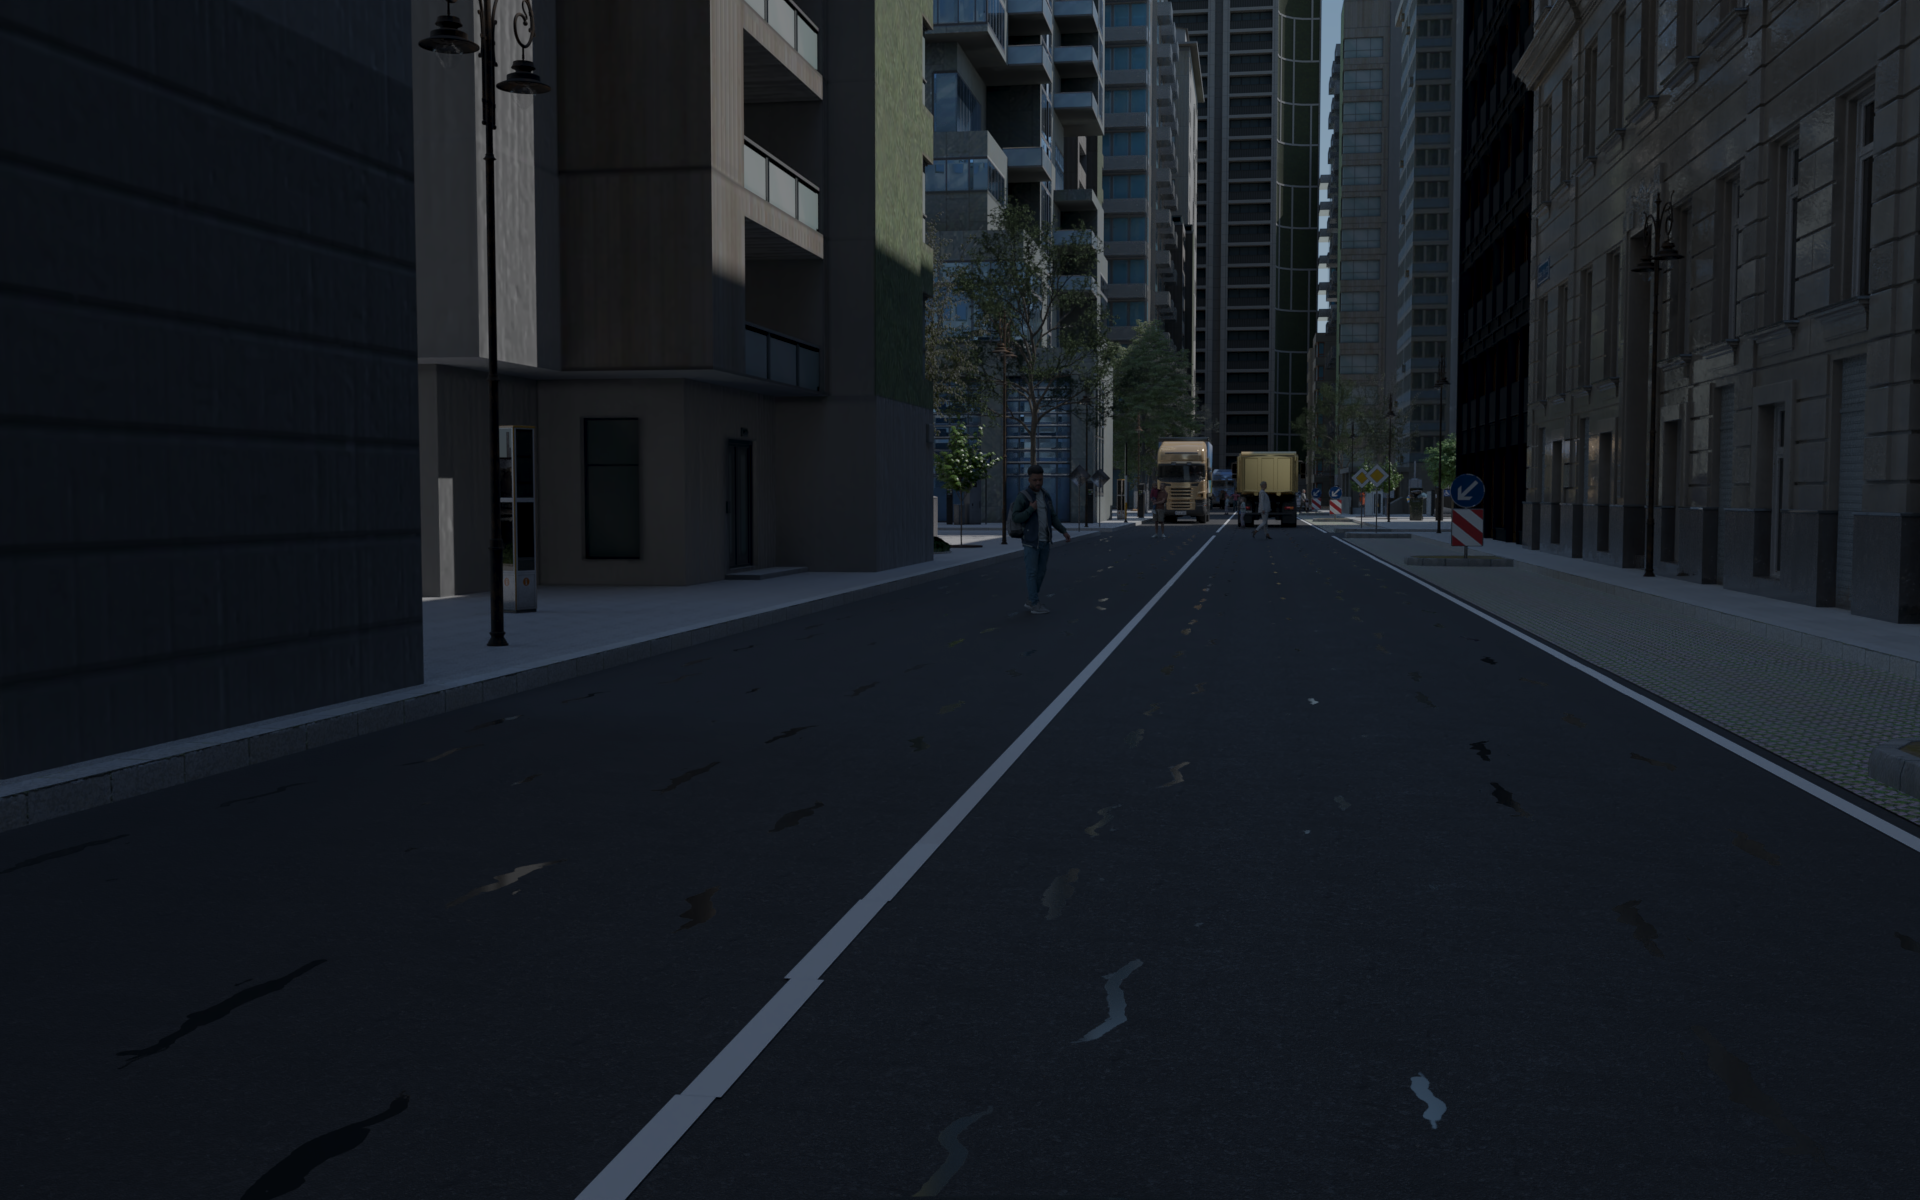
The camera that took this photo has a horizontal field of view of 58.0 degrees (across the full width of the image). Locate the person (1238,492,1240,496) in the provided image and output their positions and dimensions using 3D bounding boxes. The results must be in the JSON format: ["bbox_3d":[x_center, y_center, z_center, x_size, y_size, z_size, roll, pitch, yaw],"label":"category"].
[{"bbox_3d":[24.088,-8.531,148.702,0.721,1.735,1.217,1,4,9],"label":"person"}]

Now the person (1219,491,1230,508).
[{"bbox_3d":[24.817,-9.364,162.322,1.217,1.743,0.721,3,4,37],"label":"person"}]

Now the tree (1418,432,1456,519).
[{"bbox_3d":[25.762,-6.553,90.848,4.285,4.588,4.351,0,3,0],"label":"tree"}]

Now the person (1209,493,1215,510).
[{"bbox_3d":[22.811,-9.131,157.802,1.348,1.822,0.705,-3,5,-40],"label":"person"}]

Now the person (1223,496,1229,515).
[{"bbox_3d":[18.407,-6.540,119.705,0.394,1.301,0.425,0,4,6],"label":"person"}]

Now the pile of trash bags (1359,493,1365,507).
[{"bbox_3d":[30.644,-7.690,135.486,3.447,1.369,1.912,-3,5,-42],"label":"pile of trash bags"}]

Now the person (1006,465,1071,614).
[{"bbox_3d":[0.908,-0.732,20.822,0.721,1.781,0.623,3,5,39],"label":"person"}]

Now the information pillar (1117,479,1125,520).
[{"bbox_3d":[8.089,-5.044,86.968,0.304,2.012,0.304,3,5,41],"label":"information pillar"}]

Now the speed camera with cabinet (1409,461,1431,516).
[{"bbox_3d":[27.798,-6.652,103.102,2.038,3.252,0.660,2,4,26],"label":"speed camera with cabinet"}]

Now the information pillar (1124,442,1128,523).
[{"bbox_3d":[7.487,-5.307,78.125,0.183,3.616,0.504,0,4,3],"label":"information pillar"}]

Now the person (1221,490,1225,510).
[{"bbox_3d":[24.345,-9.280,160.366,0.705,1.807,1.348,0,4,1],"label":"person"}]

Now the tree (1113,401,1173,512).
[{"bbox_3d":[12.932,-10.473,121.598,4.360,8.622,3.978,0,3,0],"label":"tree"}]

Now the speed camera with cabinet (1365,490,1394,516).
[{"bbox_3d":[24.829,-6.611,102.426,2.038,3.252,0.660,-3,4,-38],"label":"speed camera with cabinet"}]

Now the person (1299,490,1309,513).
[{"bbox_3d":[26.123,-7.495,131.448,0.834,1.777,0.661,2,4,27],"label":"person"}]

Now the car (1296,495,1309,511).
[{"bbox_3d":[29.557,-8.525,151.750,2.083,1.381,4.827,0,4,8],"label":"car"}]

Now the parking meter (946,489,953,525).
[{"bbox_3d":[-0.431,-4.088,72.543,0.255,1.863,0.399,0,4,3],"label":"parking meter"}]

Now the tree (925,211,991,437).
[{"bbox_3d":[-1.234,-5.846,45.951,4.360,8.622,3.978,0,3,0],"label":"tree"}]

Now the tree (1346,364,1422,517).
[{"bbox_3d":[24.022,-9.071,98.681,4.360,8.622,3.978,0,3,0],"label":"tree"}]

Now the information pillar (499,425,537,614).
[{"bbox_3d":[-4.797,-0.871,18.728,0.304,2.012,0.304,2,4,35],"label":"information pillar"}]

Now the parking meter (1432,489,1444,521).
[{"bbox_3d":[22.985,-4.563,83.018,0.372,1.533,0.369,0,3,0],"label":"parking meter"}]

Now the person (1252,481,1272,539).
[{"bbox_3d":[9.579,-2.848,54.940,0.818,1.842,0.514,-1,4,-17],"label":"person"}]

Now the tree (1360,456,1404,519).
[{"bbox_3d":[21.626,-5.723,88.176,1.663,3.219,1.824,0,3,0],"label":"tree"}]

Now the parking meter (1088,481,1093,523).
[{"bbox_3d":[5.689,-4.280,75.684,0.255,1.863,0.399,0,4,1],"label":"parking meter"}]

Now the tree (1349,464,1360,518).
[{"bbox_3d":[22.244,-6.118,94.636,1.663,3.219,1.824,0,3,0],"label":"tree"}]

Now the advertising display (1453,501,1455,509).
[{"bbox_3d":[22.257,-4.352,76.368,0.974,1.923,0.123,2,4,33],"label":"advertising display"}]

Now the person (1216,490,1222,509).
[{"bbox_3d":[25.268,-9.727,167.544,0.705,1.823,1.348,-3,5,-42],"label":"person"}]

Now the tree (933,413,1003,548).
[{"bbox_3d":[-0.068,-2.881,41.701,1.663,3.219,1.824,0,3,0],"label":"tree"}]

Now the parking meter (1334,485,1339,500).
[{"bbox_3d":[25.112,-6.712,115.451,0.255,1.863,0.399,0,4,5],"label":"parking meter"}]

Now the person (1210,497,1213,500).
[{"bbox_3d":[21.265,-8.499,148.240,0.721,1.735,1.217,3,5,44],"label":"person"}]

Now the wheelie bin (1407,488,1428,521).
[{"bbox_3d":[22.023,-4.621,83.456,0.980,1.594,0.693,1,4,17],"label":"wheelie bin"}]

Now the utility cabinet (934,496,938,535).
[{"bbox_3d":[-1.161,-2.342,49.450,1.020,1.237,0.306,-1,4,-21],"label":"utility cabinet"}]

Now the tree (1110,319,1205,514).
[{"bbox_3d":[11.971,-11.873,112.244,7.486,12.596,7.792,0,3,0],"label":"tree"}]

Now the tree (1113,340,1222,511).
[{"bbox_3d":[15.082,-13.719,134.672,12.009,13.543,11.850,0,3,0],"label":"tree"}]

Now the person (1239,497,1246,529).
[{"bbox_3d":[11.713,-3.616,71.899,0.394,1.301,0.425,-1,4,-17],"label":"person"}]

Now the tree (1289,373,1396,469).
[{"bbox_3d":[29.469,-12.093,132.131,8.767,10.594,7.601,0,4,6],"label":"tree"}]

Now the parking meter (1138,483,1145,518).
[{"bbox_3d":[9.756,-5.348,93.155,0.255,1.863,0.399,1,4,23],"label":"parking meter"}]

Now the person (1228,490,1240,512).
[{"bbox_3d":[22.634,-8.136,142.237,1.217,1.743,0.721,0,4,4],"label":"person"}]

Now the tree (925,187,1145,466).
[{"bbox_3d":[2.066,-7.277,53.393,7.601,10.594,8.767,0,4,-6],"label":"tree"}]

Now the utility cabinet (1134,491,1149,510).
[{"bbox_3d":[14.046,-7.671,134.092,1.173,1.500,0.318,-1,4,-21],"label":"utility cabinet"}]
